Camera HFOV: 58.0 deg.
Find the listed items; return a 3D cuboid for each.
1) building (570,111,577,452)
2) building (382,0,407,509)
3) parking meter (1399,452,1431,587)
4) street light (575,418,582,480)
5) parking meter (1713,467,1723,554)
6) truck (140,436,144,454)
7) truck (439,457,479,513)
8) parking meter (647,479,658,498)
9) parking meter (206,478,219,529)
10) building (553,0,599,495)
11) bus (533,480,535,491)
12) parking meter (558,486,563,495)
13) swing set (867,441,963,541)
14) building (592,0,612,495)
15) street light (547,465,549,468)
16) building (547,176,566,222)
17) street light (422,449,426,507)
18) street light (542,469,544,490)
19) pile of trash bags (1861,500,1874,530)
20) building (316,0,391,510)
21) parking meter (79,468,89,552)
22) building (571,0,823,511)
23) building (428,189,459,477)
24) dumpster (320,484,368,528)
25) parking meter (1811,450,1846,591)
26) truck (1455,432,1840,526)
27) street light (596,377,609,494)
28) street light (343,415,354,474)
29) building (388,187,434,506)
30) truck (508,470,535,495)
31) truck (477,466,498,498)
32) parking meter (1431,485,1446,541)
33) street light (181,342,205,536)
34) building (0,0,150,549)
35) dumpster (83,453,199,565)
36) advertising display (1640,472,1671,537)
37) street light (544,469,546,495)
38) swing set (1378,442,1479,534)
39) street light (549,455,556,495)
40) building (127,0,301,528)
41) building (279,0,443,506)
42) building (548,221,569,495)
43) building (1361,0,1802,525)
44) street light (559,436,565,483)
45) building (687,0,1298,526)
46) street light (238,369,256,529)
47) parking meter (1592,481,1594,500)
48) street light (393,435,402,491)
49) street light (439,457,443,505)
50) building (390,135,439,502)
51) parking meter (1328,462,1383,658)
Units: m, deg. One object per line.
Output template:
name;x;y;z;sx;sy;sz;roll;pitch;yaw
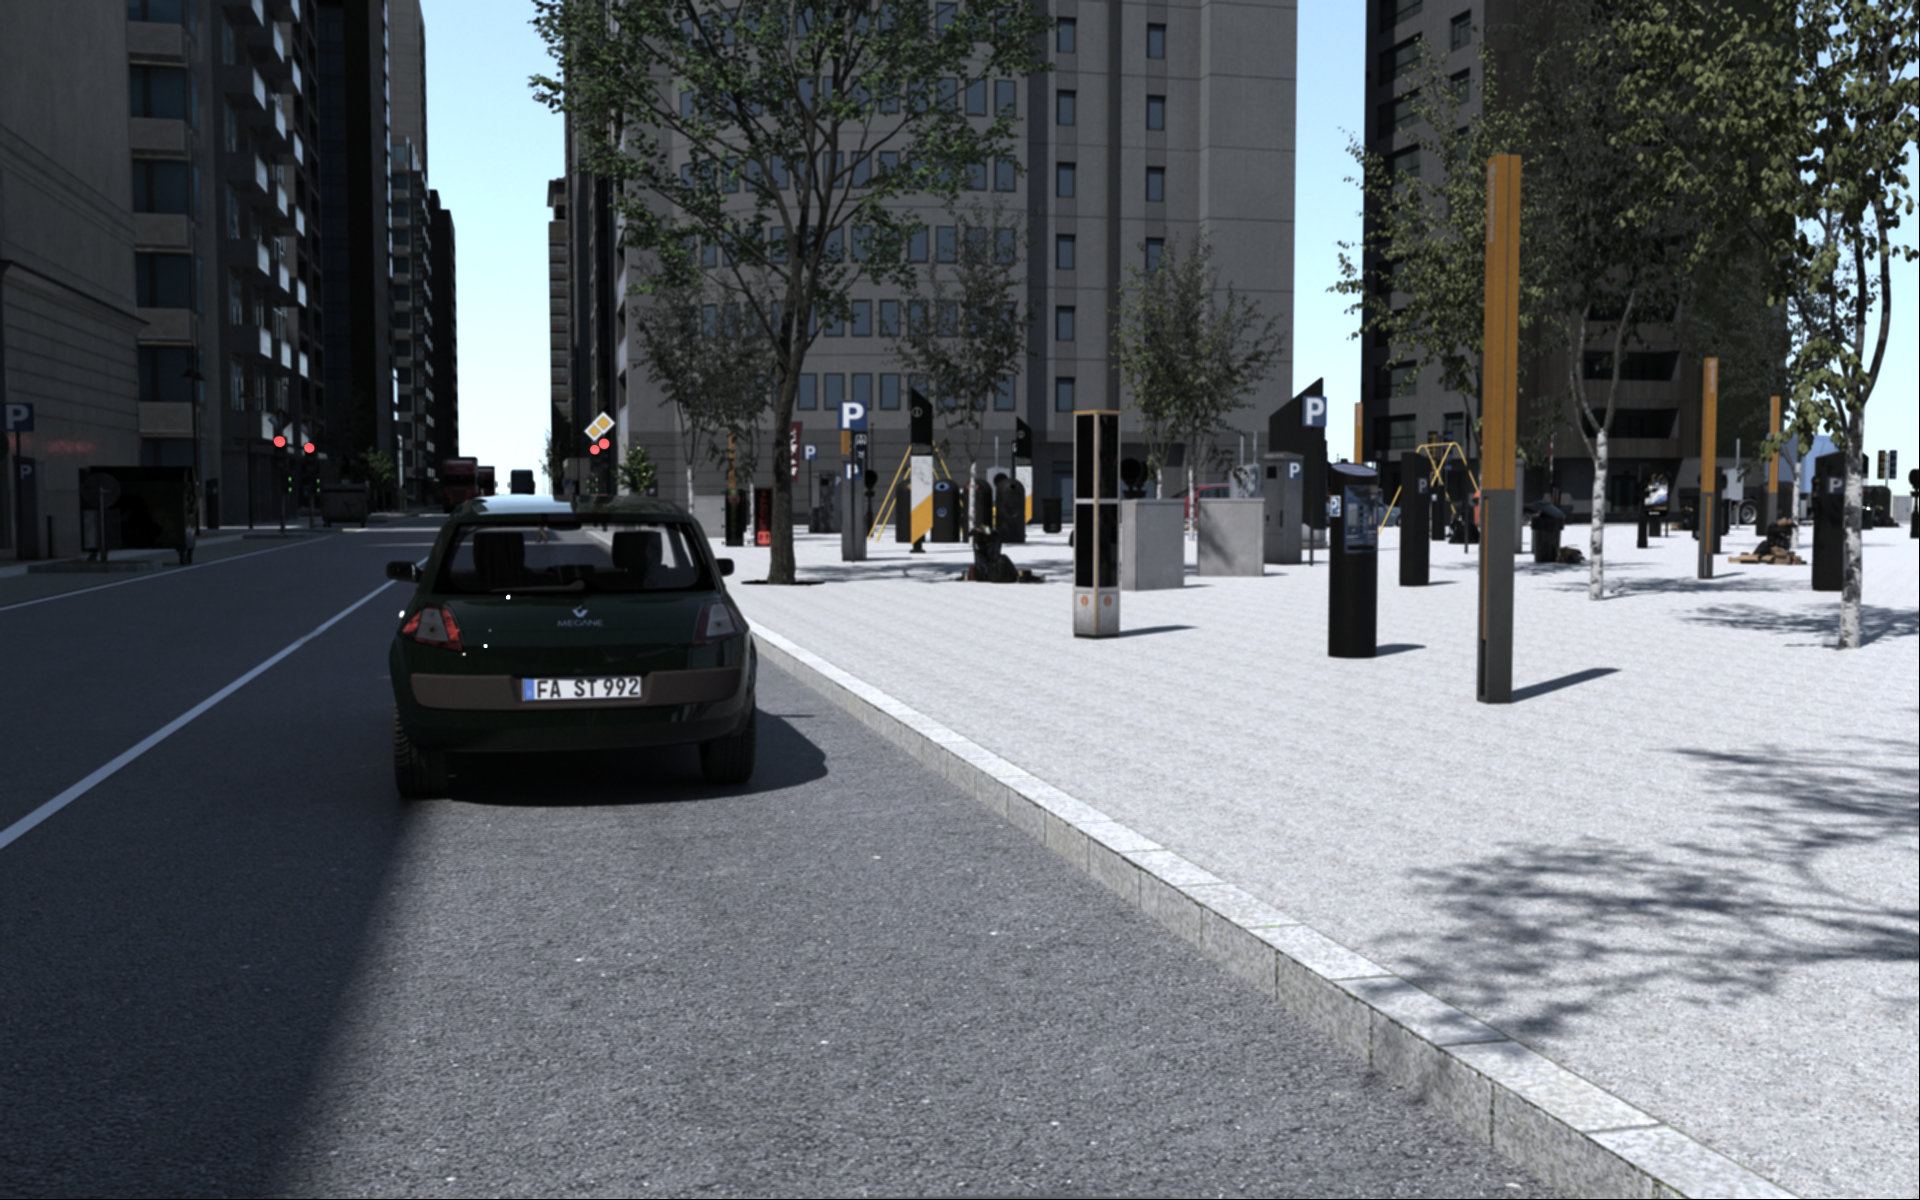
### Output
building;-34.447;-32.813;186.598;14.600;45.320;14.200;-1;4;-14
building;-63.519;-51.862;160.617;22.319;86.520;31.000;-1;4;-14
parking meter;6.350;-1.128;24.147;0.399;1.863;0.255;-3;4;-37
street light;-22.745;-7.979;103.240;0.468;5.910;1.993;-1;4;-14
parking meter;16.080;-1.911;36.949;0.255;1.863;0.399;1;4;13
truck;-32.502;-4.187;57.377;11.283;4.237;2.839;-1;4;-12
truck;-38.067;-8.754;132.040;2.839;4.237;11.283;-1;4;-15
parking meter;-11.918;-3.753;67.079;0.399;1.863;0.255;0;4;0
parking meter;-27.268;-3.513;63.150;0.255;1.863;0.399;1;4;19
building;-47.388;-49.368;245.423;20.563;71.187;20.611;-1;4;-14
bus;-67.919;-17.070;270.648;2.896;3.916;12.252;-1;4;-15
parking meter;-30.689;-7.807;133.356;0.399;1.863;0.255;0;4;-4
swing set;-1.072;-3.110;48.474;2.862;2.851;3.119;0;4;-7
building;-13.692;-20.001;98.715;14.160;30.474;14.107;-1;4;-14
street light;-50.485;-14.719;213.444;0.468;5.910;1.993;-1;4;-14
building;-52.558;-42.506;284.206;28.713;52.752;27.495;-1;4;-14
street light;-53.836;-12.320;174.218;0.468;5.910;1.993;-1;4;-14
street light;-62.043;-17.505;258.988;0.468;5.910;1.993;-1;4;-14
pile of trash bags;31.886;-3.224;62.471;1.912;1.369;3.447;2;4;31
building;-54.370;-30.010;140.777;14.600;45.320;14.200;-1;4;-14
parking meter;-19.417;-2.015;38.652;0.399;1.863;0.255;2;4;27
building;-26.374;-38.180;166.245;21.231;58.520;28.212;-1;4;-14
building;-91.378;-39.853;275.295;21.300;48.544;21.600;-1;4;-14
dumpster;-26.027;-3.979;73.277;1.865;1.857;1.264;-1;4;-13
parking meter;11.494;-1.051;22.895;0.399;1.863;0.255;0;4;6
truck;29.866;-5.093;73.027;18.799;4.110;2.967;-1;4;-15
street light;-14.108;-5.842;68.307;0.468;5.910;1.993;-1;4;-14
street light;-34.887;-7.715;98.920;0.468;5.910;1.993;-1;4;-14
building;-74.541;-30.317;187.565;32.217;40.220;23.993;-1;4;-14
truck;-46.621;-11.938;184.941;2.967;4.110;18.799;-1;4;-15
truck;-48.307;-11.387;175.083;2.839;4.237;11.283;-1;4;-16
parking meter;13.204;-2.408;47.784;0.372;1.533;0.369;0;3;0
street light;-23.405;-4.906;52.996;0.468;5.910;1.993;-1;4;-14
building;-37.765;-12.852;43.407;30.059;22.955;16.112;-1;4;-14
dumpster;-16.409;-1.822;34.735;1.985;2.255;1.502;-1;4;-15
advertising display;20.734;-2.840;51.643;0.123;1.923;0.974;-2;4;-30
street light;-53.179;-15.372;224.111;0.468;5.910;1.993;-1;4;-14
swing set;14.884;-3.439;53.852;2.862;2.851;3.119;0;4;-4
street light;-41.857;-12.582;178.508;0.468;5.910;1.993;-1;4;-14
building;-41.338;-27.841;74.801;23.786;49.044;30.456;-1;4;-14
building;-86.428;-49.900;254.113;20.563;71.187;20.611;-1;4;-14
building;-54.883;-35.396;262.313;14.154;41.232;14.086;-1;4;-14
building;28.357;-18.927;81.155;14.107;30.474;14.160;-1;4;-14
street light;-33.012;-10.449;143.626;0.468;5.910;1.993;-1;4;-14
building;-1.710;-32.924;80.308;28.212;58.520;21.231;-1;4;-14
street light;-26.204;-5.568;63.823;0.468;5.910;1.993;-1;4;-14
parking meter;24.585;-3.732;66.722;0.399;1.863;0.255;0;4;-5
street light;-44.823;-10.135;138.500;0.468;5.910;1.993;-1;4;-14
street light;-62.580;-14.455;209.125;0.468;5.910;1.993;-1;4;-14
building;-82.060;-37.309;229.607;23.786;49.044;30.456;-1;4;-14
parking meter;3.100;-0.320;13.647;0.372;1.533;0.369;0;3;0
